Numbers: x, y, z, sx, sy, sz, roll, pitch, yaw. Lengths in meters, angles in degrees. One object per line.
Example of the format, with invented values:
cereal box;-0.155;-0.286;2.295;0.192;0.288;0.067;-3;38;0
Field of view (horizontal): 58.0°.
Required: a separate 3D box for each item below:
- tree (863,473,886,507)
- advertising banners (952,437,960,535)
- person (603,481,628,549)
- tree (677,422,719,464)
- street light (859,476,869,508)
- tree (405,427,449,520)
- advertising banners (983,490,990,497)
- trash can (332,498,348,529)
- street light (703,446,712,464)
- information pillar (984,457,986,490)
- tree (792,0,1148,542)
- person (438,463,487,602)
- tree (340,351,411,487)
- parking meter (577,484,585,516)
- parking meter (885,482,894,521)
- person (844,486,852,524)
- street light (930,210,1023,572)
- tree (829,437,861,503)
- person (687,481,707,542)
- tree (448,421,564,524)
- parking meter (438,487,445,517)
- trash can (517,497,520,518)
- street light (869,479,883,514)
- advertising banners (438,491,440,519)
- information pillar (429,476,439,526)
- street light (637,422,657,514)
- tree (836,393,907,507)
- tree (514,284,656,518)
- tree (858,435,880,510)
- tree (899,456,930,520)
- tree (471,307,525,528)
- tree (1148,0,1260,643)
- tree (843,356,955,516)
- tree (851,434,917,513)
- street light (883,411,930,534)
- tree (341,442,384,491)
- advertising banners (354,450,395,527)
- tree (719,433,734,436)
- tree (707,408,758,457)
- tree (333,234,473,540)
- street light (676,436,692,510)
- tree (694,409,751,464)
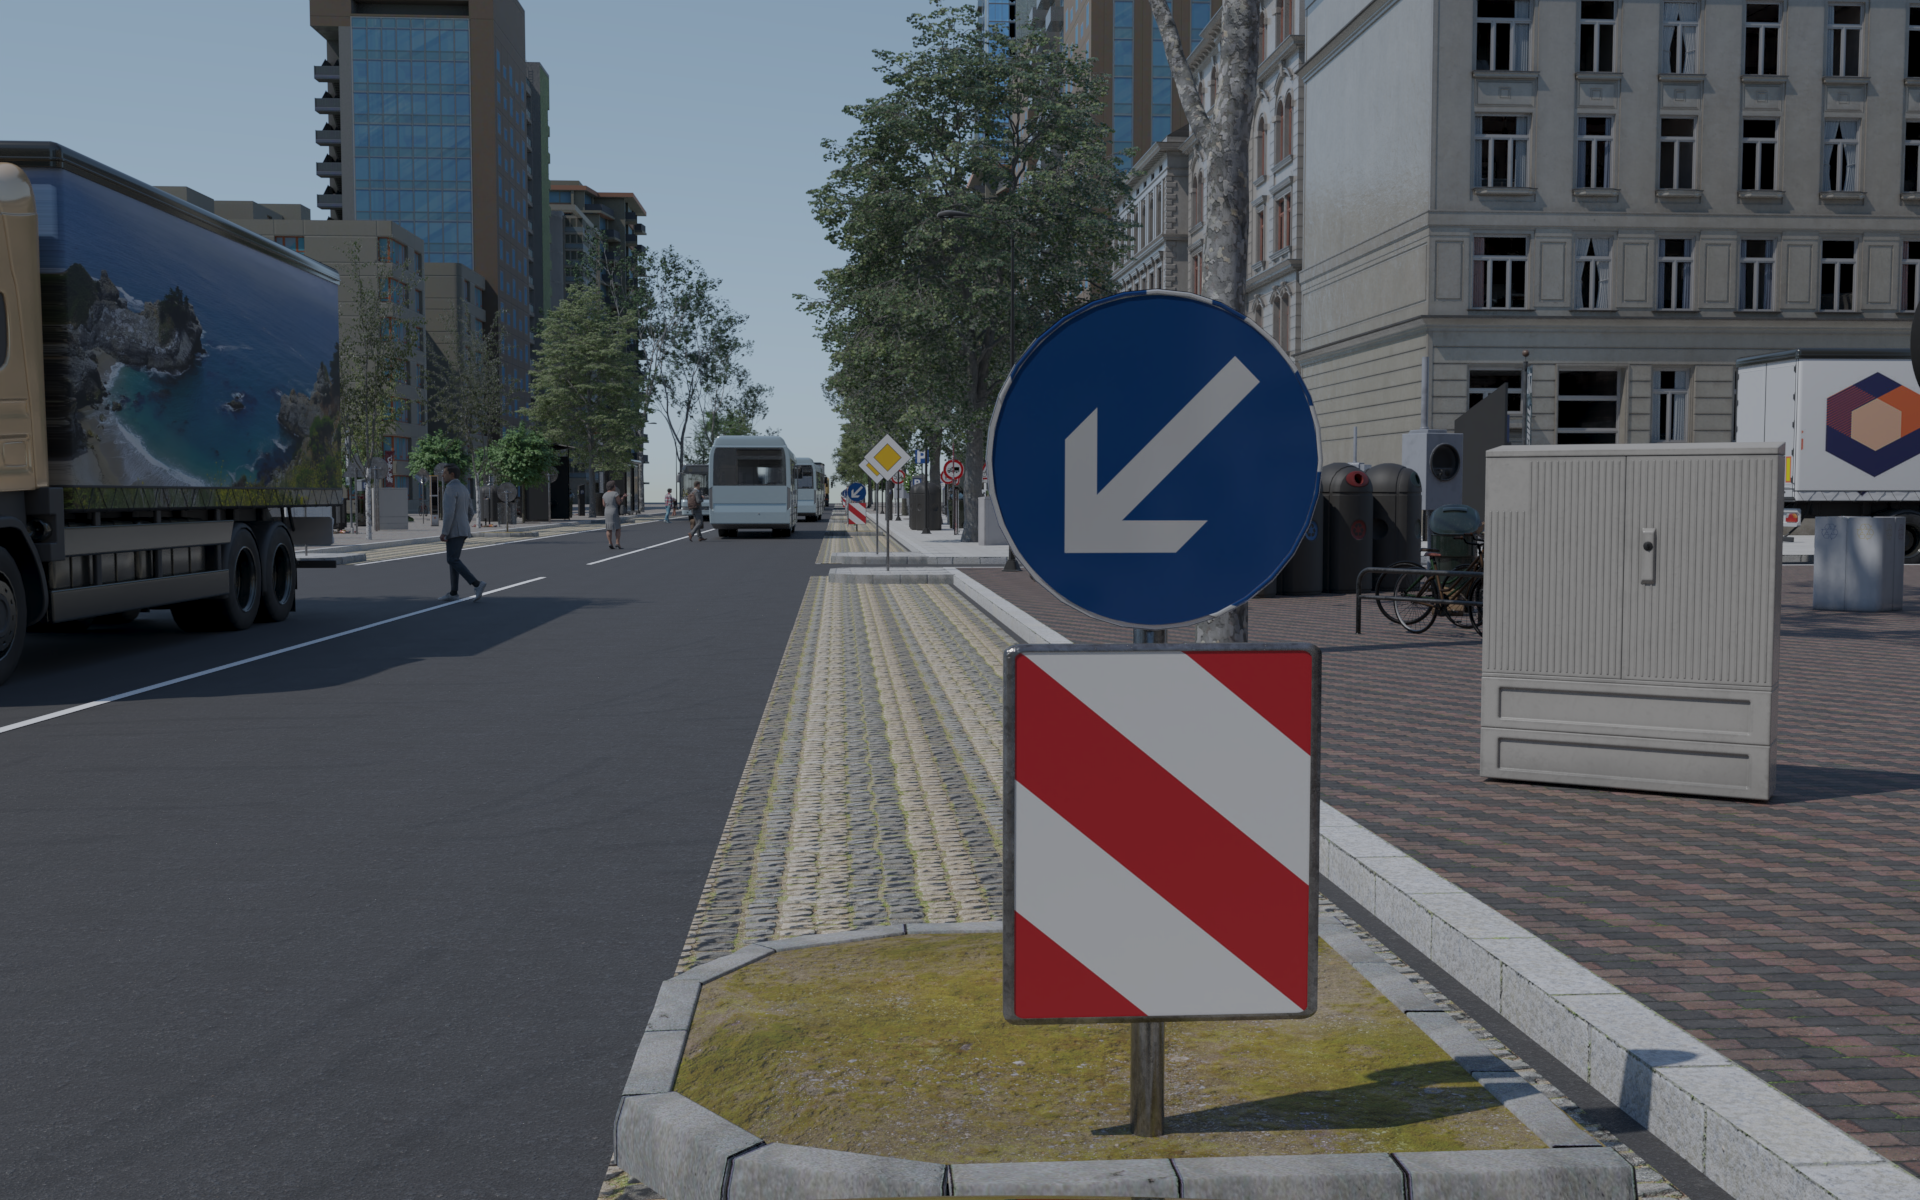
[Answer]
tree;-8.310;-11.852;177.486;4.285;4.588;4.351;0;3;0
advertising banners;-0.141;-3.558;54.368;0.090;3.025;2.074;0;4;5
person;-8.906;-2.211;45.004;0.716;1.782;0.532;2;4;26
tree;-25.677;-13.530;171.575;4.737;8.622;4.395;0;3;0
street light;-5.517;-8.457;110.808;1.470;5.913;1.316;0;4;-4
tree;-25.428;-6.187;84.875;4.285;4.588;4.351;0;3;0
advertising banners;1.555;-3.776;57.918;2.074;3.025;0.090;3;5;44
trash can;-22.679;-3.149;63.143;0.748;1.137;0.748;0;3;0
street light;-24.182;-11.887;166.889;1.470;5.913;1.316;0;4;-4
information pillar;1.251;-5.576;82.522;0.183;3.616;0.504;-1;4;-14
tree;0.461;-8.513;45.837;9.857;13.997;8.962;0;3;0
person;-6.659;-0.905;23.147;0.795;1.843;0.661;1;4;11
tree;-30.031;-8.423;88.080;4.737;8.622;4.395;0;3;0
parking meter;-22.136;-5.841;101.214;0.399;1.863;0.255;-2;4;-34
parking meter;-3.420;-4.778;83.828;0.399;1.863;0.255;0;4;1
person;-5.265;-4.526;82.603;0.391;1.810;0.635;-2;4;-24
street light;0.325;-3.427;28.576;1.470;5.913;1.316;0;4;-4
tree;-14.782;-20.597;253.769;9.611;12.733;9.660;0;3;0
person;-7.982;-2.683;52.333;0.822;1.834;0.622;-3;5;-44
tree;-19.026;-5.624;75.662;4.285;4.588;4.351;0;3;0
parking meter;-28.320;-5.435;94.576;0.399;1.863;0.255;-3;4;-38
trash can;-23.478;-4.984;93.138;0.748;1.137;0.748;0;3;0
street light;-3.489;-6.738;82.709;1.470;5.913;1.316;0;4;-4
advertising banners;-27.267;-5.771;90.539;0.090;3.025;2.074;-1;4;-18
information pillar;-20.881;-3.932;68.776;0.304;2.012;0.304;-2;4;-25
street light;-20.300;-8.537;112.122;1.470;5.913;1.316;0;4;-4
tree;-8.529;-15.446;170.664;7.486;12.596;7.792;0;3;0
tree;-20.363;-10.772;94.256;7.486;12.596;7.792;0;3;0
tree;-6.544;-11.696;141.592;4.737;8.622;4.395;0;3;0
tree;-2.360;-5.667;87.255;1.663;3.219;1.824;0;3;0
tree;-18.078;-6.973;64.365;4.360;8.622;3.978;0;3;0
tree;3.289;-9.675;14.082;12.611;20.169;13.585;0;3;0
tree;-3.432;-10.765;101.756;9.928;11.665;9.643;0;3;0
tree;-4.491;-10.040;114.517;4.360;8.622;3.978;0;3;0
street light;-1.626;-5.076;55.532;1.470;5.913;1.316;0;4;-4
tree;-35.612;-7.258;102.375;4.285;4.588;4.351;0;3;0
advertising banners;-23.252;-4.446;68.872;0.090;3.025;2.074;2;4;31
tree;-27.767;-15.593;205.302;4.360;8.622;3.978;0;3;0
tree;-29.585;-18.988;228.574;7.486;12.596;7.792;0;3;0
tree;-16.883;-6.011;48.644;4.360;8.622;3.978;0;3;0
street light;-22.328;-10.224;139.711;1.470;5.913;1.316;0;4;-4
tree;-29.044;-17.472;211.428;9.928;11.665;9.643;0;3;0
